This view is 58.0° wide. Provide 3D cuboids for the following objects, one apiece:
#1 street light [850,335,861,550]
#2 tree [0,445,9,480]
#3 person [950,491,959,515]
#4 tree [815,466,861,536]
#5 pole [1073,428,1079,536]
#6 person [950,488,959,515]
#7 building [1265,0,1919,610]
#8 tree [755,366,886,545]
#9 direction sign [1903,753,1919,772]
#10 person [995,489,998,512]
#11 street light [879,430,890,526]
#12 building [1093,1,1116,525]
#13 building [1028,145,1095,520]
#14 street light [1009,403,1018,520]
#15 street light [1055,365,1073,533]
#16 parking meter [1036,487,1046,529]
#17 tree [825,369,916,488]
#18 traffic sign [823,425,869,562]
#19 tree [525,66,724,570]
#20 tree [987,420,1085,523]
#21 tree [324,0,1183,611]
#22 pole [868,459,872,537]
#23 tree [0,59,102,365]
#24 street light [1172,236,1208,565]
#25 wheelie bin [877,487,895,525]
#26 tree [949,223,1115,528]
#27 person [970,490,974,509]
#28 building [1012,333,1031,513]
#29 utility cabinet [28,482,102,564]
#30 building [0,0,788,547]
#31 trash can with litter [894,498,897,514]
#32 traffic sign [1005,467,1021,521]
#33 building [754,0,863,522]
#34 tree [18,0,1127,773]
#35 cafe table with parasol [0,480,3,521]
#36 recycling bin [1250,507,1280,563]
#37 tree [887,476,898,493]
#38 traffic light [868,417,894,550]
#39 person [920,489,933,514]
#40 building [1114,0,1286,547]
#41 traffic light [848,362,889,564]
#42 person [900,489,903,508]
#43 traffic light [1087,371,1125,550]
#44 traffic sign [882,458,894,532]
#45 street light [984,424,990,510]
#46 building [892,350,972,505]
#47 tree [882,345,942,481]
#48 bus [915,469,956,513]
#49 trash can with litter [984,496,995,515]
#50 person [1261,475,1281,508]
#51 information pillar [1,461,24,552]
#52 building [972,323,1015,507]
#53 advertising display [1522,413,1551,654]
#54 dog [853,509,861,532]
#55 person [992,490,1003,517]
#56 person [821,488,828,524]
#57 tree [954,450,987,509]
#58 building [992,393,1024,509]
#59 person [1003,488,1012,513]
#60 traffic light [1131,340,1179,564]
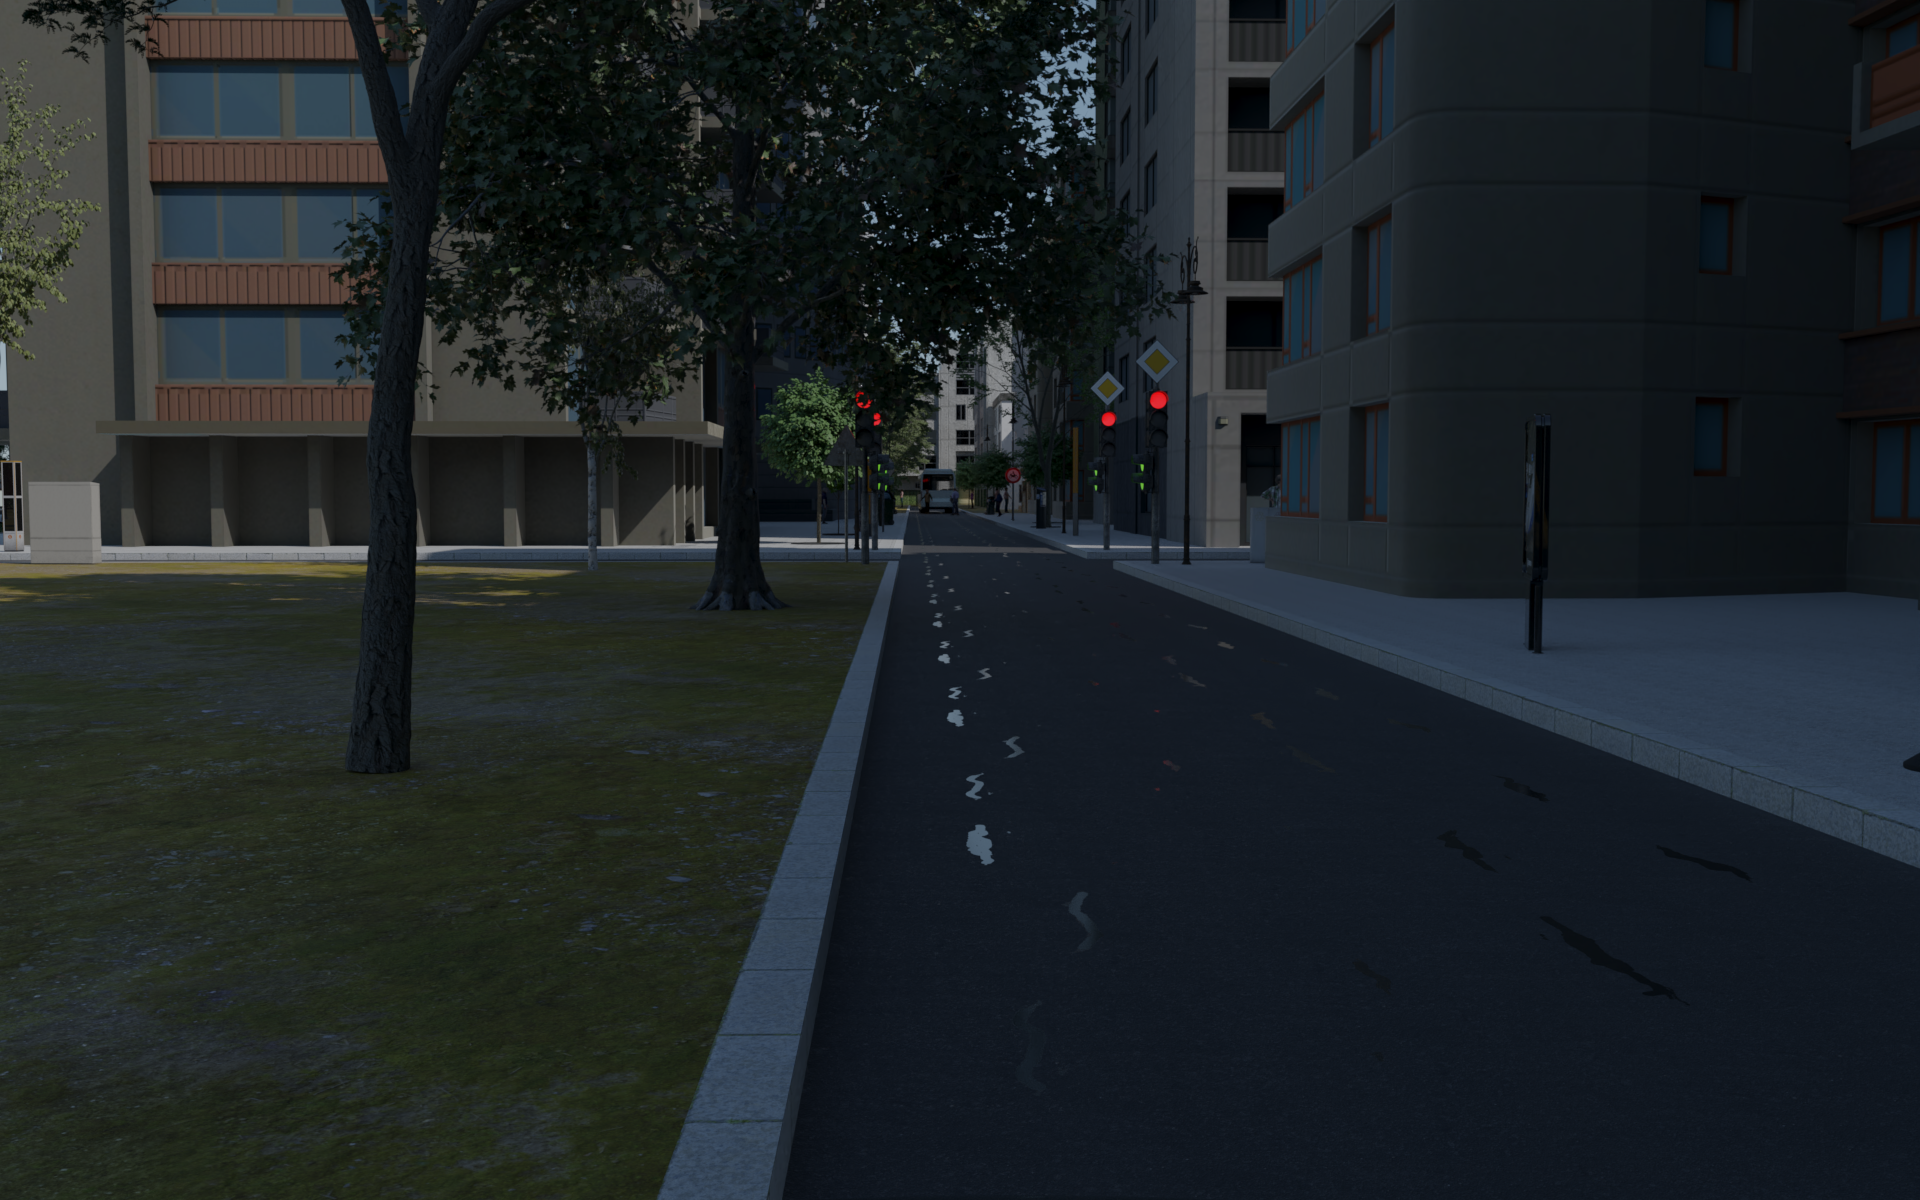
[{"bbox_3d":[-2.375,-4.095,39.742,0.468,5.910,1.993,0,4,-2],"label":"street light"},{"bbox_3d":[-55.410,-7.744,89.519,11.467,7.101,20.602,-1,4,-21],"label":"tree"},{"bbox_3d":[-0.422,-6.872,120.720,0.599,1.838,0.709,-1,4,-23],"label":"person"},{"bbox_3d":[-3.695,-3.617,53.741,1.663,3.219,1.824,0,3,0],"label":"tree"},{"bbox_3d":[3.559,-3.631,53.215,0.158,3.312,0.155,0,3,0],"label":"pole"},{"bbox_3d":[-0.388,-6.609,116.418,0.709,1.838,0.599,-2,4,-31],"label":"person"},{"bbox_3d":[19.520,-10.423,15.453,27.650,21.520,28.899,0,4,-2],"label":"building"},{"bbox_3d":[-3.600,-3.707,44.322,4.285,4.588,4.351,0,3,0],"label":"tree"},{"bbox_3d":[4.597,-0.975,7.939,0.876,3.537,0.379,-3,5,-41],"label":"direction sign"},{"bbox_3d":[2.665,-6.983,120.928,0.721,1.736,1.217,-1,4,-20],"label":"person"},{"bbox_3d":[-3.152,-5.874,68.822,0.468,5.910,1.993,0,4,-2],"label":"street light"},{"bbox_3d":[12.890,-18.756,78.366,14.160,30.474,14.107,0,4,-2],"label":"building"},{"bbox_3d":[18.726,-15.641,100.772,27.650,21.520,28.899,0,4,-2],"label":"building"},{"bbox_3d":[2.627,-6.913,85.810,0.468,5.910,1.993,0,4,-2],"label":"street light"},{"bbox_3d":[3.394,-5.113,56.381,0.468,5.910,1.993,0,4,-2],"label":"street light"},{"bbox_3d":[3.005,-3.410,64.156,0.372,1.533,0.369,0,3,0],"label":"parking meter"},{"bbox_3d":[-3.680,-7.505,73.072,4.737,8.622,4.395,0,3,0],"label":"tree"},{"bbox_3d":[-2.128,-1.984,32.441,0.884,2.594,0.081,0,4,3],"label":"traffic sign"},{"bbox_3d":[-5.953,-4.809,28.992,4.360,8.622,3.978,0,3,0],"label":"tree"},{"bbox_3d":[3.825,-5.679,76.559,4.285,4.588,4.351,0,3,0],"label":"tree"},{"bbox_3d":[-2.364,-6.243,19.080,9.611,12.733,9.660,0,3,0],"label":"tree"},{"bbox_3d":[-2.756,-3.561,52.061,0.158,3.312,0.155,0,3,0],"label":"pole"},{"bbox_3d":[-16.443,-4.796,28.771,4.737,8.622,4.395,0,3,0],"label":"tree"},{"bbox_3d":[4.122,-3.581,31.339,0.468,5.910,1.993,0,4,-2],"label":"street light"},{"bbox_3d":[-3.073,-3.883,71.396,0.693,1.594,0.980,-1,4,-20],"label":"wheelie bin"},{"bbox_3d":[3.248,-8.574,65.944,9.928,11.665,9.643,0,3,0],"label":"tree"},{"bbox_3d":[1.012,-8.988,153.674,0.721,1.739,1.217,-1,4,-17],"label":"person"},{"bbox_3d":[11.806,-16.327,123.367,16.016,20.091,11.380,0,4,-2],"label":"building"},{"bbox_3d":[-16.340,-1.404,31.637,1.173,1.500,0.318,0,4,4],"label":"utility cabinet"},{"bbox_3d":[-17.067,-24.425,53.970,22.147,44.769,28.867,0,4,-2],"label":"building"},{"bbox_3d":[-4.322,-6.021,109.832,0.624,1.170,1.055,1,4,12],"label":"trash can with litter"},{"bbox_3d":[2.539,-5.043,82.567,0.768,2.556,0.104,0,4,3],"label":"traffic sign"},{"bbox_3d":[-15.892,-33.521,90.067,21.231,58.520,28.212,0,4,-2],"label":"building"},{"bbox_3d":[-2.473,-4.469,7.473,7.601,10.594,8.767,3,5,45],"label":"tree"},{"bbox_3d":[-43.947,-4.570,79.586,2.610,1.966,2.610,2,4,32],"label":"cafe table with parasol"},{"bbox_3d":[5.845,-1.210,32.345,0.722,1.027,0.722,1,4,23],"label":"recycling bin"},{"bbox_3d":[-5.194,-8.160,128.020,1.663,3.219,1.824,0,3,0],"label":"tree"},{"bbox_3d":[-1.930,-3.094,39.511,0.839,4.253,0.868,0,4,-2],"label":"traffic light"},{"bbox_3d":[-2.364,-7.092,124.549,0.705,1.812,1.348,-3,5,-40],"label":"person"},{"bbox_3d":[15.943,-37.410,49.902,20.611,71.187,20.563,0,4,-2],"label":"building"},{"bbox_3d":[-1.712,-2.606,31.528,0.839,4.253,0.868,0,4,-2],"label":"traffic light"},{"bbox_3d":[-5.554,-9.561,163.069,0.721,1.736,1.217,0,4,-5],"label":"person"},{"bbox_3d":[3.349,-3.104,39.670,0.839,4.253,0.868,0,4,-2],"label":"traffic light"},{"bbox_3d":[-2.592,-3.560,58.305,0.768,2.556,0.104,0,4,3],"label":"traffic sign"},{"bbox_3d":[1.801,-8.652,114.250,0.468,5.910,1.993,0,4,-2],"label":"street light"},{"bbox_3d":[-2.368,-20.891,208.027,31.486,18.905,16.747,0,4,-2],"label":"building"},{"bbox_3d":[-4.892,-11.830,111.541,7.486,12.596,7.792,0,3,0],"label":"tree"},{"bbox_3d":[-1.871,-8.442,132.890,2.948,3.499,13.247,0,4,-2],"label":"bus"},{"bbox_3d":[1.766,-5.825,106.630,0.624,1.170,1.055,-1,4,-21],"label":"trash can with litter"},{"bbox_3d":[7.436,-2.058,40.409,0.841,1.734,0.376,-1,4,-20],"label":"person"},{"bbox_3d":[-21.036,-2.077,38.459,0.304,2.012,0.304,0,4,1],"label":"information pillar"},{"bbox_3d":[10.375,-18.795,173.753,16.747,18.905,31.486,0,4,-2],"label":"building"},{"bbox_3d":[4.751,-0.556,14.300,0.123,1.923,0.974,1,4,13],"label":"advertising display"},{"bbox_3d":[-3.386,-2.751,59.352,0.513,0.831,0.800,0,4,6],"label":"dog"},{"bbox_3d":[2.135,-5.506,98.756,0.600,1.496,0.574,0,4,-2],"label":"person"},{"bbox_3d":[-5.884,-4.042,74.334,0.471,1.553,0.569,1,4,17],"label":"person"},{"bbox_3d":[2.255,-7.748,110.398,4.285,4.588,4.351,0,3,0],"label":"tree"},{"bbox_3d":[7.873,-12.347,144.015,9.099,9.664,28.070,0,4,-2],"label":"building"},{"bbox_3d":[3.266,-6.855,118.838,0.721,1.736,1.217,2,4,25],"label":"person"},{"bbox_3d":[3.567,-2.616,31.688,0.839,4.253,0.868,0,4,-2],"label":"traffic light"}]
